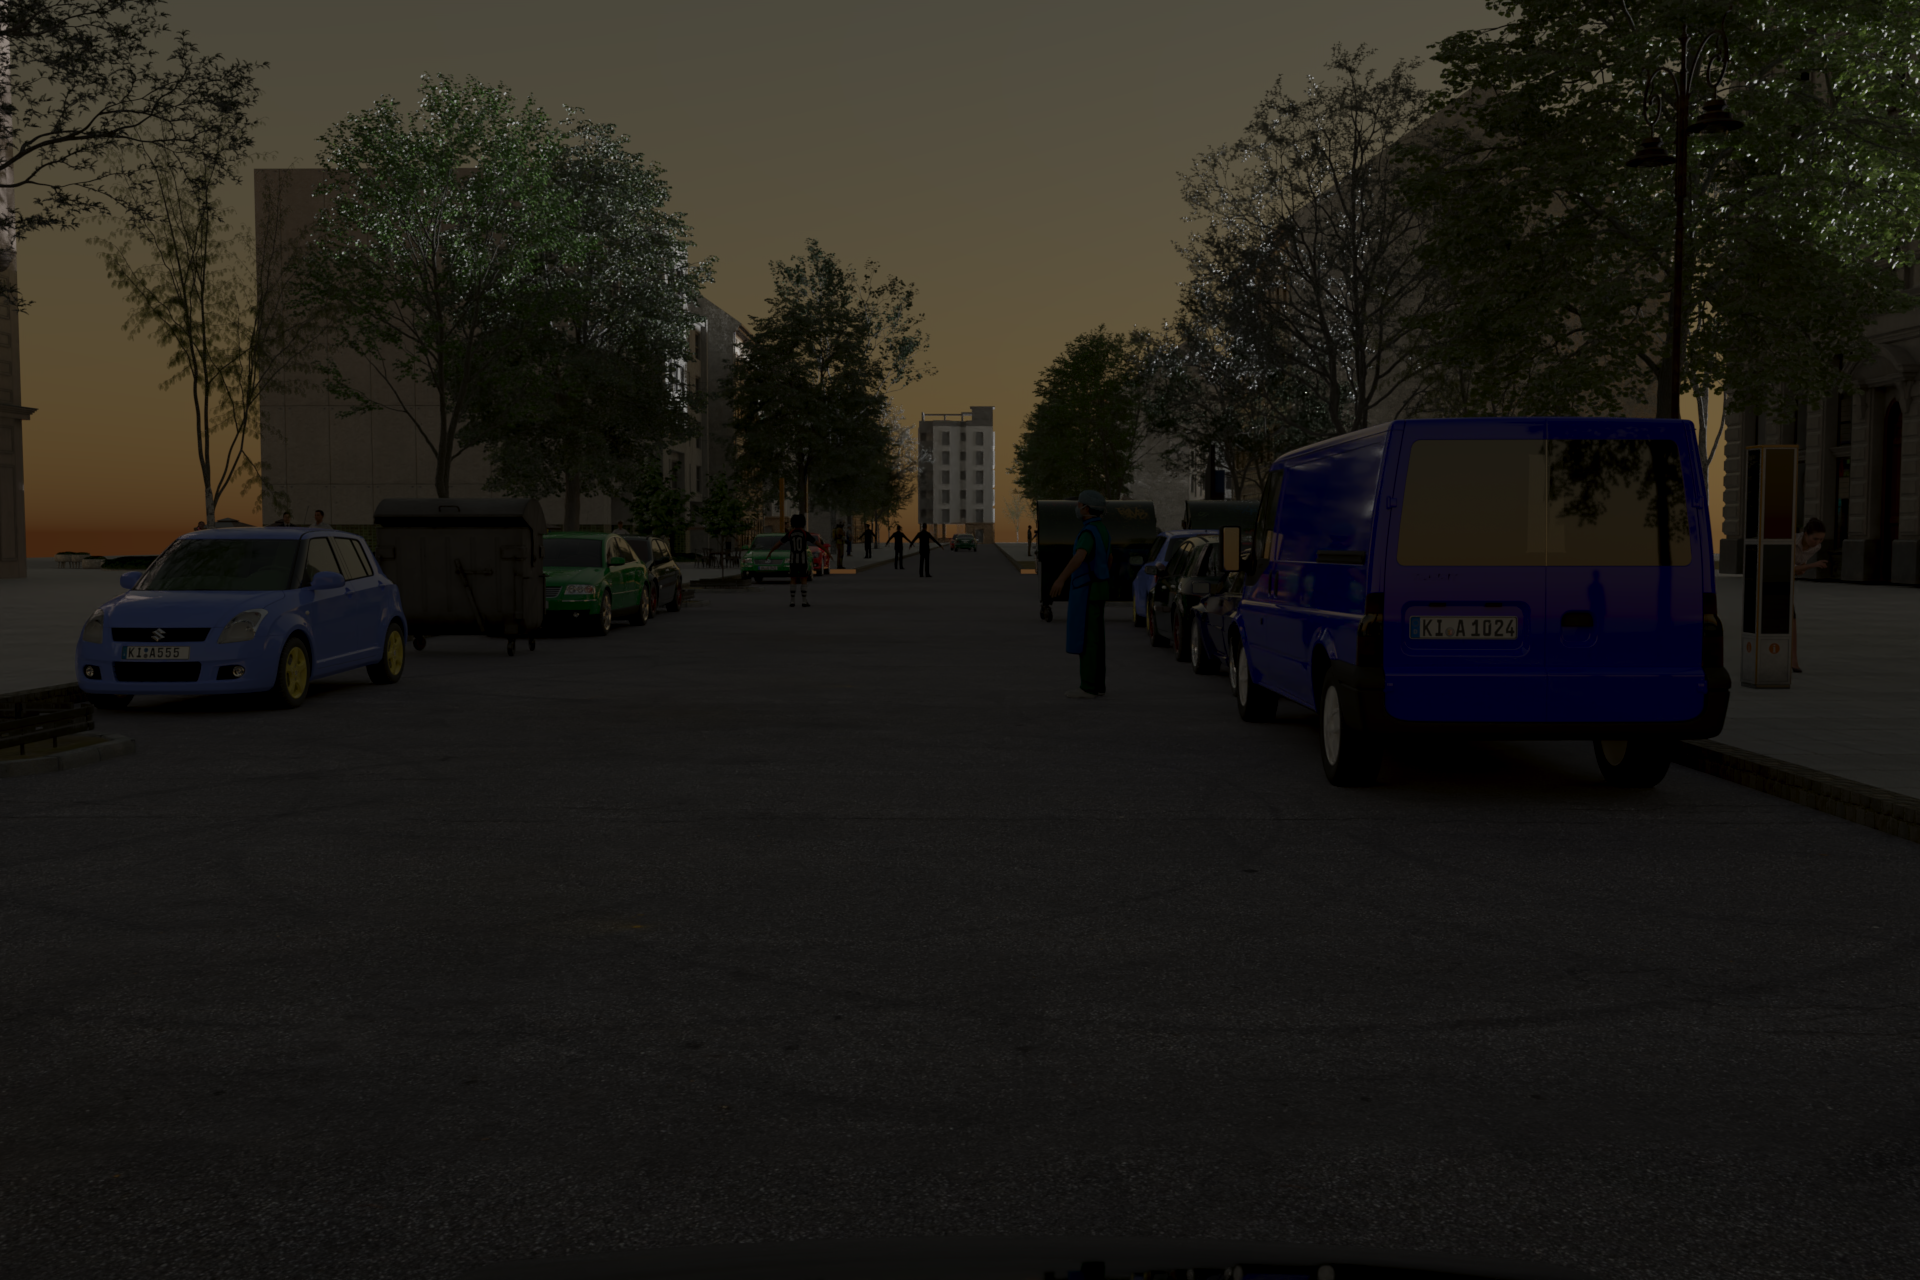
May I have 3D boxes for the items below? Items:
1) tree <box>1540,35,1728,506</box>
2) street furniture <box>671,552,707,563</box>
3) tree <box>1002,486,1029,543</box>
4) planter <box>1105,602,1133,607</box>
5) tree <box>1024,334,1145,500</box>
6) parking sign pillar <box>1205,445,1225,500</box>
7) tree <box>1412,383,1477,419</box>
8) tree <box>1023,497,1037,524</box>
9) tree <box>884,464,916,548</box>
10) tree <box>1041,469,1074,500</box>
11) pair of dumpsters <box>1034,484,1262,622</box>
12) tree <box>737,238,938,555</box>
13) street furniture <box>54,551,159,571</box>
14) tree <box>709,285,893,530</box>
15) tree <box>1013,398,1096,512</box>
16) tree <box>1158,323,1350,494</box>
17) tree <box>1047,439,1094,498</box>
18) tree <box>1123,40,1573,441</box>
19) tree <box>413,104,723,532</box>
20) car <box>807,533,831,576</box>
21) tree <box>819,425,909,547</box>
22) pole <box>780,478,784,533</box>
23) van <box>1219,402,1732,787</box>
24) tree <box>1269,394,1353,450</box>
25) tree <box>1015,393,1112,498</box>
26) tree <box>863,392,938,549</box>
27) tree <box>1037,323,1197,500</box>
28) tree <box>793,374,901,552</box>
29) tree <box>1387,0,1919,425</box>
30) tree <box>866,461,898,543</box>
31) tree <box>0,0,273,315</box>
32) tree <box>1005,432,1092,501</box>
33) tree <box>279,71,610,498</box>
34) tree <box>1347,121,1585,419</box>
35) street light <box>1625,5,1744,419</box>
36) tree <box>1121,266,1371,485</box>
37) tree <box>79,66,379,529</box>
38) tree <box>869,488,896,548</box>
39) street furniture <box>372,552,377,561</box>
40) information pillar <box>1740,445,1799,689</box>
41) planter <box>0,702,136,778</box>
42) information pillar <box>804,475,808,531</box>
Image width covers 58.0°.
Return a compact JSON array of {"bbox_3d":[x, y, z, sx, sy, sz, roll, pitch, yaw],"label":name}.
[{"bbox_3d":[28.029,-12.960,67.786,12.611,20.169,13.585,0,3,0],"label":"tree"},{"bbox_3d":[-15.983,-3.696,76.061,10.072,0.657,5.734,-3,4,-37],"label":"street furniture"},{"bbox_3d":[8.905,-19.006,261.112,4.360,8.622,3.978,0,3,0],"label":"tree"},{"bbox_3d":[3.652,-0.849,35.019,1.991,0.319,1.994,0,4,1],"label":"planter"},{"bbox_3d":[7.096,-11.050,98.787,7.486,12.596,7.792,0,3,0],"label":"tree"},{"bbox_3d":[7.756,-3.940,52.893,1.447,3.967,1.447,0,4,1],"label":"parking sign pillar"},{"bbox_3d":[22.909,-7.976,80.778,4.737,8.622,4.395,0,3,0],"label":"tree"},{"bbox_3d":[11.842,-18.601,254.484,4.360,8.622,3.978,0,3,0],"label":"tree"},{"bbox_3d":[-6.535,-13.080,164.222,4.737,8.622,4.395,0,3,0],"label":"tree"},{"bbox_3d":[7.903,-11.108,131.982,4.737,8.622,4.395,0,3,0],"label":"tree"},{"bbox_3d":[3.439,-1.446,28.585,4.436,2.255,1.574,0,3,0],"label":"pair of dumpsters"},{"bbox_3d":[-7.652,-15.515,109.554,12.611,20.169,13.585,0,3,0],"label":"tree"},{"bbox_3d":[-29.377,-2.965,64.108,10.072,0.657,5.734,3,5,42],"label":"street furniture"},{"bbox_3d":[-8.099,-11.219,90.092,9.857,13.997,8.962,0,3,0],"label":"tree"},{"bbox_3d":[7.747,-13.723,142.493,7.486,12.596,7.792,0,3,0],"label":"tree"},{"bbox_3d":[12.529,-8.351,70.948,8.767,10.594,7.601,-2,4,-28],"label":"tree"},{"bbox_3d":[7.300,-9.753,109.829,4.360,8.622,3.978,0,3,0],"label":"tree"},{"bbox_3d":[9.690,-8.098,42.771,12.009,13.543,11.850,0,3,0],"label":"tree"},{"bbox_3d":[-12.026,-8.976,53.407,9.857,13.997,8.962,0,3,0],"label":"tree"},{"bbox_3d":[-5.524,-3.123,60.108,2.155,1.783,4.494,0,4,1],"label":"car"},{"bbox_3d":[-7.541,-12.145,132.982,7.601,10.594,8.767,-1,4,-23],"label":"tree"},{"bbox_3d":[-6.482,-4.236,63.100,0.158,3.312,0.155,0,3,0],"label":"pole"},{"bbox_3d":[3.053,-0.433,11.457,2.240,2.365,5.245,0,4,0],"label":"van"},{"bbox_3d":[16.148,-8.035,81.728,4.360,8.622,3.978,0,3,0],"label":"tree"},{"bbox_3d":[7.851,-12.198,125.186,9.928,11.665,9.643,0,3,0],"label":"tree"},{"bbox_3d":[-7.099,-14.554,148.331,12.009,13.543,11.850,0,3,0],"label":"tree"},{"bbox_3d":[7.528,-9.689,84.173,9.928,11.665,9.643,0,3,0],"label":"tree"},{"bbox_3d":[-8.009,-12.525,122.912,7.486,12.596,7.792,0,3,0],"label":"tree"},{"bbox_3d":[9.400,-6.340,21.787,7.486,12.596,7.792,0,3,0],"label":"tree"},{"bbox_3d":[-12.509,-20.583,254.658,7.486,12.596,7.792,0,3,0],"label":"tree"},{"bbox_3d":[-12.151,-6.462,16.028,12.009,13.543,11.850,0,3,0],"label":"tree"},{"bbox_3d":[8.207,-14.356,160.471,9.928,11.665,9.643,0,3,0],"label":"tree"},{"bbox_3d":[-11.771,-6.956,39.482,9.928,11.665,9.643,0,3,0],"label":"tree"},{"bbox_3d":[9.531,-4.933,31.011,4.360,8.622,3.978,0,3,0],"label":"tree"},{"bbox_3d":[6.561,-2.634,15.862,0.468,5.910,1.993,0,4,1],"label":"street light"},{"bbox_3d":[9.590,-7.591,58.532,8.767,10.594,7.601,1,4,8],"label":"tree"},{"bbox_3d":[-12.428,-4.756,28.122,4.360,8.622,3.978,0,3,0],"label":"tree"},{"bbox_3d":[-7.484,-12.706,158.110,4.737,8.622,4.395,0,3,0],"label":"tree"},{"bbox_3d":[-25.350,-3.711,76.299,5.734,0.657,10.072,0,4,-3],"label":"street furniture"},{"bbox_3d":[6.730,-0.607,14.414,0.304,2.012,0.304,0,4,0],"label":"information pillar"},{"bbox_3d":[-6.412,0.627,10.893,1.991,0.319,1.994,0,4,2],"label":"planter"},{"bbox_3d":[-6.095,-4.733,68.734,0.183,3.616,0.504,0,4,1],"label":"information pillar"}]
